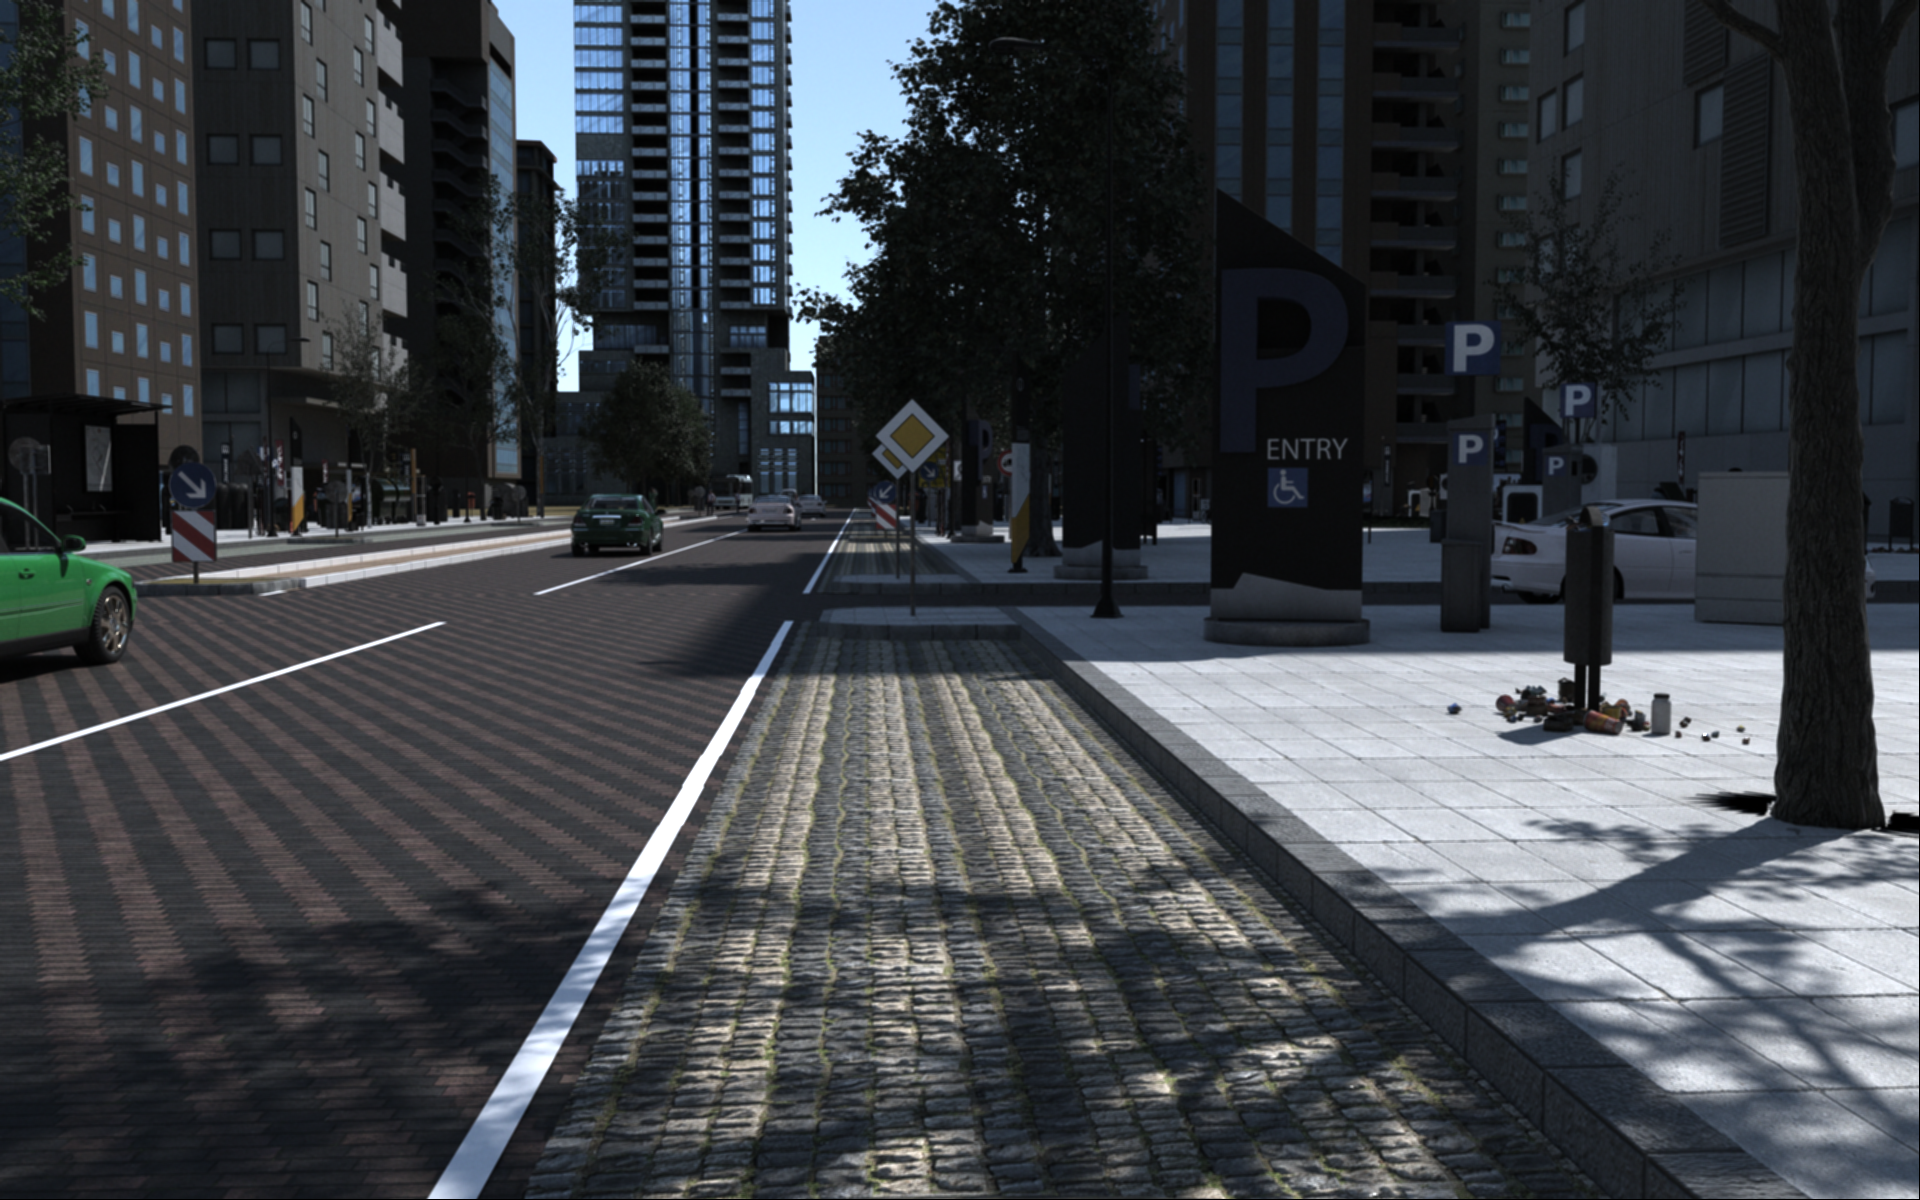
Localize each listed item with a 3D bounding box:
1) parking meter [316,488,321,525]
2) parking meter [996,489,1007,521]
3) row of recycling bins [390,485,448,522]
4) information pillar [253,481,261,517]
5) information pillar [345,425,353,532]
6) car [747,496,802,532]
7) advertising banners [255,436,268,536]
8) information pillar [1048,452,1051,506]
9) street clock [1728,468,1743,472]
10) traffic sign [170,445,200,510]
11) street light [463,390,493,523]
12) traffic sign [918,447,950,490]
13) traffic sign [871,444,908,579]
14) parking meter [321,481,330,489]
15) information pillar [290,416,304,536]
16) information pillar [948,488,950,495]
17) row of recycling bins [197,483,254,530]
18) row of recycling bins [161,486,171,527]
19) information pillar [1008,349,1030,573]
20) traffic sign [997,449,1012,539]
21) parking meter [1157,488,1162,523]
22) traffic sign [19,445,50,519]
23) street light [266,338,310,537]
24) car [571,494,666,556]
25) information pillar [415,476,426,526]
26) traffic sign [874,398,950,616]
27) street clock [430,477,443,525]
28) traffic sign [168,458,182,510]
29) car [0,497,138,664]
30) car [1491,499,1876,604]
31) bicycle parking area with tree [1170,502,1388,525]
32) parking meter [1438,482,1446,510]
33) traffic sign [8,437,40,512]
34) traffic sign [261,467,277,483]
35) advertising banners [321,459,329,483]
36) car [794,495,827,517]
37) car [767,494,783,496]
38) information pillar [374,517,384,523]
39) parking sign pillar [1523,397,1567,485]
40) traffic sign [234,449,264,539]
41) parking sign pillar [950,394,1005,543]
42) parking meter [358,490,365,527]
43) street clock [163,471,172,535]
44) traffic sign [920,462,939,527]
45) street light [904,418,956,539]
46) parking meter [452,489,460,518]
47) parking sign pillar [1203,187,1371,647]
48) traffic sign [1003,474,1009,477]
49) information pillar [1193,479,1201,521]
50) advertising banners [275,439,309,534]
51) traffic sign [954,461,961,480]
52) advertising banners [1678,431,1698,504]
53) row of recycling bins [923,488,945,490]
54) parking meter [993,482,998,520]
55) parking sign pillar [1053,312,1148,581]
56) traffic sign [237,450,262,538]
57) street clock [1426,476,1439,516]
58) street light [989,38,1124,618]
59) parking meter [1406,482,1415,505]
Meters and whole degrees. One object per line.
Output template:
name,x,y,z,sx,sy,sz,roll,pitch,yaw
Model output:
parking meter,-26.514,-3.884,71.920,0.372,1.533,0.369,0,3,0
parking meter,1.865,-4.488,81.785,0.372,1.533,0.369,0,3,0
row of recycling bins,-25.308,-4.512,80.883,3.534,1.692,1.069,2,4,31
information pillar,-38.689,-5.556,95.327,0.304,2.012,0.304,1,4,19
information pillar,-20.728,-4.122,58.746,0.183,3.616,0.504,-2,4,-28
car,-7.184,-3.351,67.143,2.083,1.381,4.827,0,4,-2
advertising banners,-21.404,-3.479,53.076,0.090,3.025,2.074,-2,4,-31
information pillar,3.497,-4.910,71.635,0.504,3.616,0.183,1,4,18
street clock,21.479,-2.658,48.025,0.471,2.002,0.358,2,4,30
traffic sign,-20.215,-2.757,45.180,0.768,2.556,0.104,0,4,0
street light,-21.526,-6.415,77.421,1.470,5.913,1.316,0,4,-3
traffic sign,-0.652,-4.913,74.199,2.265,3.308,0.079,0,4,1
traffic sign,-0.943,-1.378,26.167,0.795,2.450,0.064,0,4,-3
parking meter,-28.546,-4.417,77.928,0.399,1.863,0.255,-2,4,-28
information pillar,-20.129,-3.743,52.551,0.183,3.616,0.504,1,4,13
information pillar,-0.370,-5.518,81.575,0.504,3.616,0.183,1,4,10
row of recycling bins,-26.684,-3.404,62.776,1.069,1.692,3.534,0,4,5
row of recycling bins,-30.811,-3.638,66.600,3.534,1.692,1.069,-2,4,-30
information pillar,0.983,-2.257,28.249,0.183,3.616,0.504,2,4,30
traffic sign,1.431,-2.999,49.139,0.768,2.556,0.104,0,3,0
parking meter,8.686,-4.130,75.942,0.372,1.533,0.369,0,3,0
traffic sign,-19.356,-2.087,36.257,0.606,2.300,0.079,0,4,-2
street light,-19.973,-4.830,51.517,1.470,5.913,1.316,0,4,-3
car,-8.198,-1.822,41.595,2.131,1.459,4.920,0,4,-5
information pillar,-21.402,-3.930,68.740,0.304,2.012,0.304,0,4,-1
traffic sign,-0.500,-0.890,18.194,0.795,2.450,0.064,0,4,-3
street clock,-21.893,-4.151,72.432,0.471,2.002,0.358,0,4,0
traffic sign,-23.793,-3.225,52.828,0.768,2.556,0.104,0,4,6
car,-7.954,-0.269,13.196,1.959,1.807,4.718,0,4,-2
car,8.860,-0.566,21.610,4.827,1.381,2.083,0,4,-2
bicycle parking area with tree,13.479,-5.283,73.384,8.231,4.147,9.016,0,4,-6
parking meter,24.243,-4.977,87.087,0.255,1.863,0.399,-1,4,-18
traffic sign,-20.935,-2.368,38.821,0.768,2.556,0.104,0,4,-2
traffic sign,-26.389,-3.917,66.169,0.606,2.300,0.079,0,4,6
advertising banners,-31.397,-5.557,87.050,0.090,3.025,2.074,1,4,18
car,-9.320,-5.837,107.802,2.083,1.381,4.827,0,4,-3
car,-14.871,-7.800,139.332,2.131,1.459,4.920,0,4,-3
information pillar,-25.992,-4.464,77.473,0.304,2.012,0.304,1,4,21
parking sign pillar,16.337,-3.658,48.283,1.447,3.967,1.447,-2,4,-24
traffic sign,-20.329,-3.028,49.508,0.884,2.594,0.081,0,4,4
parking sign pillar,0.463,-3.504,45.756,1.447,3.967,1.447,1,4,21
parking meter,-23.608,-3.654,68.150,0.372,1.533,0.369,0,3,0
street clock,-24.970,-3.062,54.640,0.358,2.002,0.471,-1,4,-14
traffic sign,-1.202,-4.156,68.057,0.768,2.556,0.104,0,4,2
street light,-0.772,-4.711,49.564,1.470,5.913,1.316,0,4,-3
parking meter,-27.416,-5.248,94.215,0.372,1.533,0.369,0,3,0
parking sign pillar,2.867,-1.630,15.116,1.447,3.967,1.447,1,4,12
traffic sign,1.537,-3.172,51.965,0.768,2.556,0.104,0,4,2
information pillar,11.264,-4.767,82.436,0.304,2.012,0.304,2,4,27
advertising banners,-21.762,-3.683,56.407,0.090,3.025,2.074,0,4,6
traffic sign,0.108,-3.108,52.943,0.606,2.300,0.079,0,4,-2
advertising banners,19.971,-3.130,47.370,0.090,3.025,2.074,0,4,4
row of recycling bins,-0.955,-5.208,92.258,1.069,1.692,3.534,3,5,41
parking meter,1.702,-4.913,86.030,0.255,1.863,0.399,1,4,20
parking sign pillar,2.146,-2.313,26.287,1.447,3.967,1.447,-3,5,-39
traffic sign,-20.663,-3.074,50.373,0.768,2.556,0.104,0,4,5
street clock,18.637,-3.901,68.349,0.471,2.002,0.358,3,5,41
street light,0.992,-2.771,17.841,1.470,5.913,1.316,0,4,-3
parking meter,25.944,-5.770,100.053,0.399,1.863,0.255,2,4,33
